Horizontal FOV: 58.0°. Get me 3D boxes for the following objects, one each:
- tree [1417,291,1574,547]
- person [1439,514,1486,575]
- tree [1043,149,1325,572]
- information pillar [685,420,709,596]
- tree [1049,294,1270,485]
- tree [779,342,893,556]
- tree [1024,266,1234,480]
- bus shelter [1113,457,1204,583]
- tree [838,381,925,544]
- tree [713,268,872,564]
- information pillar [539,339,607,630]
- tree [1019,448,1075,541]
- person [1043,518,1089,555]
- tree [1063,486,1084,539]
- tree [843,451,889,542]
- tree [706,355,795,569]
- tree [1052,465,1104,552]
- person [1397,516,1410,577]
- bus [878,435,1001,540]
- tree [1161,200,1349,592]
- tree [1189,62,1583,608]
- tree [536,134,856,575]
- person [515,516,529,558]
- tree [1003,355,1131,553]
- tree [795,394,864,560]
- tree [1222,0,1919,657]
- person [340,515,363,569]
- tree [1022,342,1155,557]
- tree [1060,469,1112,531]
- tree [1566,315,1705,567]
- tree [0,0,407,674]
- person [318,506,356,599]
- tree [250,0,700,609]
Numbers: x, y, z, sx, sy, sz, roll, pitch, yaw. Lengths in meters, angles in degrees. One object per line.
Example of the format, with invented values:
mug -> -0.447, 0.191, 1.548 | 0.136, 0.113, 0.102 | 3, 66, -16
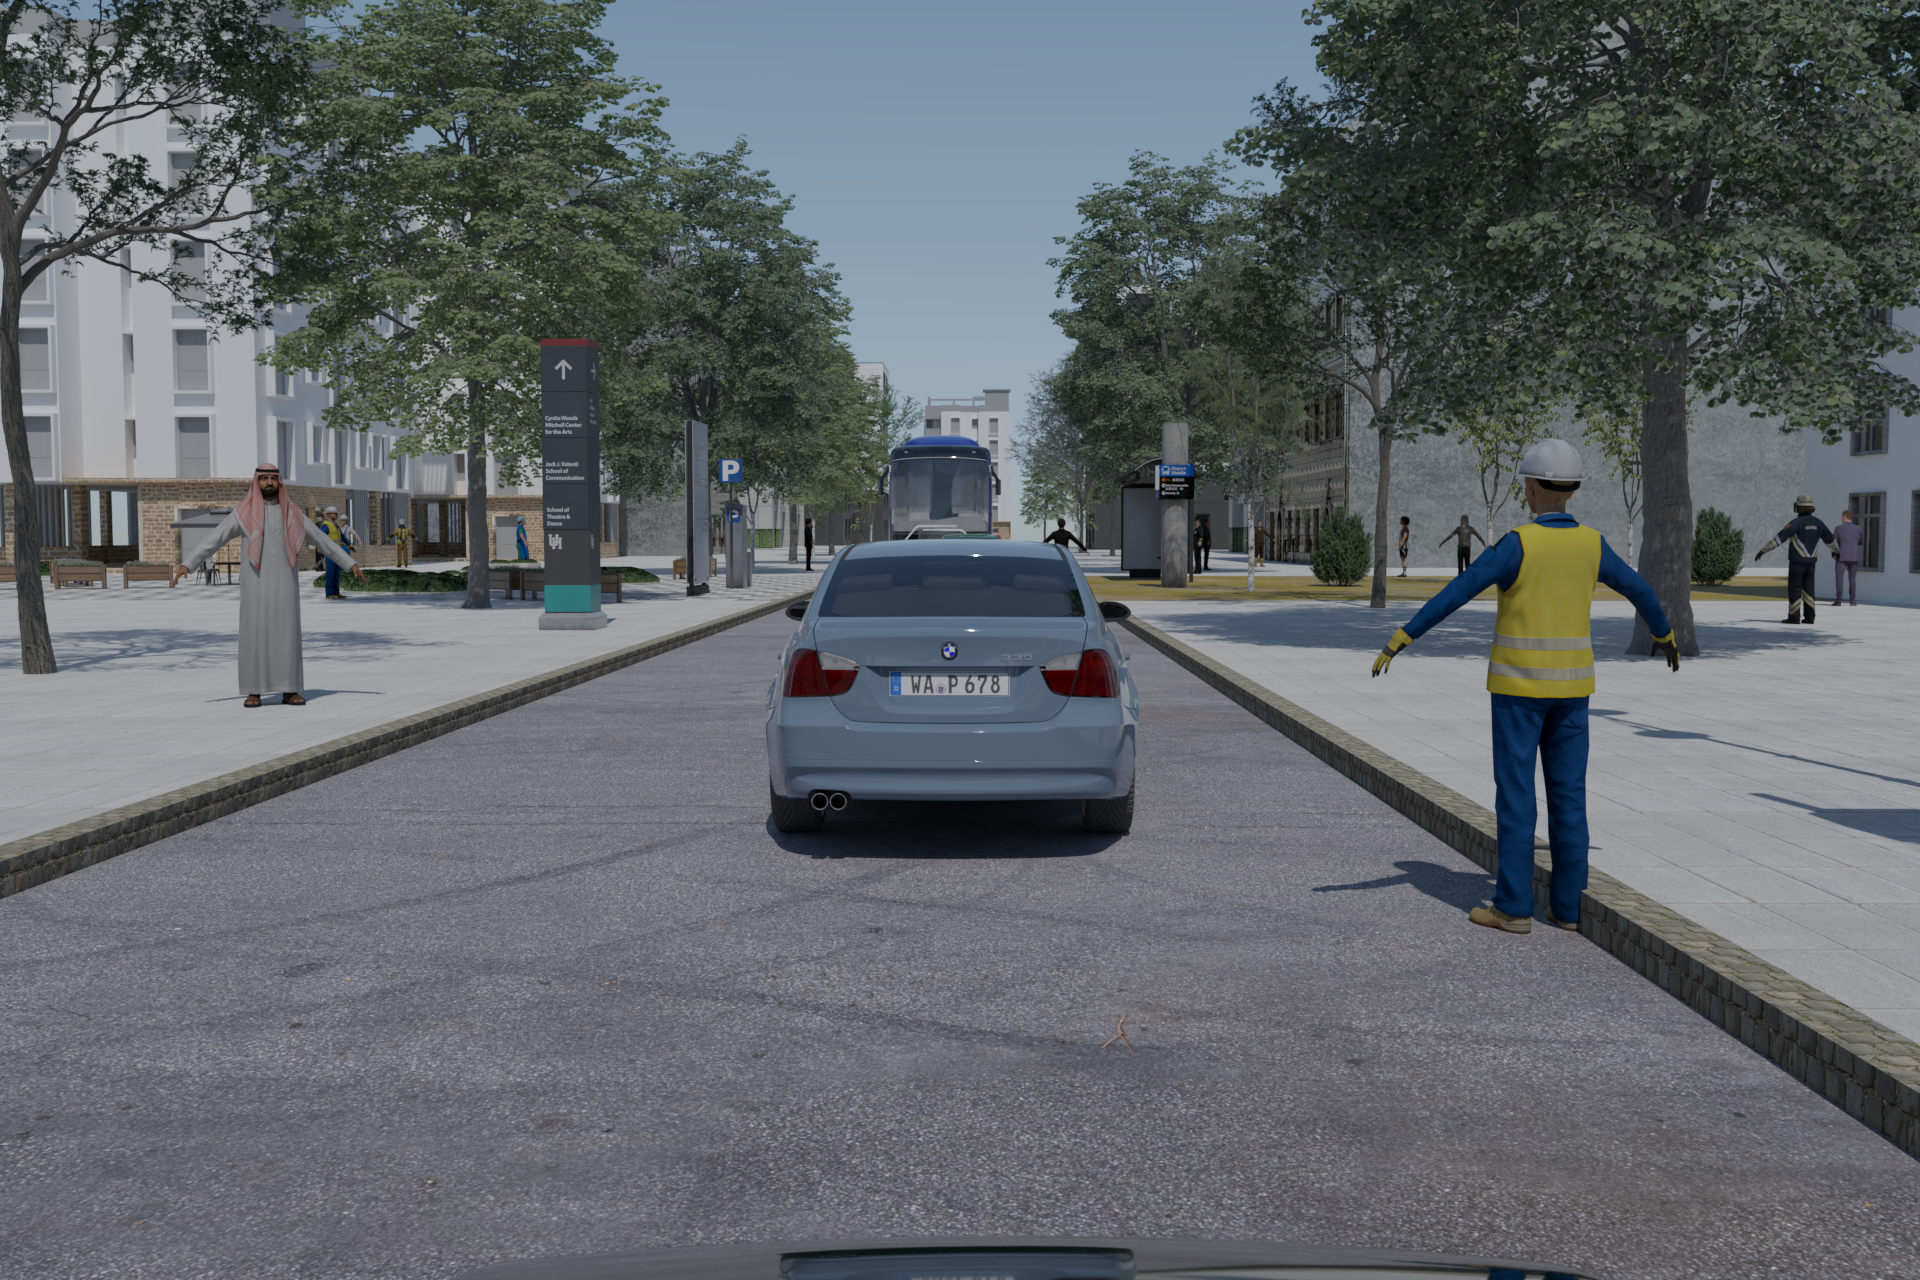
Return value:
tree -> 13.444, -5.700, 43.556 | 4.737, 8.622, 4.395 | 0, 3, 0
person -> 13.524, -2.470, 46.510 | 1.348, 1.813, 0.705 | -1, 4, -10
tree -> 7.268, -9.159, 56.409 | 9.857, 13.997, 8.962 | 0, 3, 0
information pillar -> -5.542, -2.766, 36.536 | 0.184, 3.620, 1.656 | 0, 4, 2
tree -> 7.838, -8.098, 66.810 | 8.767, 10.594, 7.601 | 0, 4, -4
tree -> -7.494, -11.234, 101.803 | 7.486, 12.596, 7.792 | 0, 3, 0
tree -> 8.133, -10.326, 79.193 | 12.009, 13.543, 11.850 | 0, 3, 0
bus shelter -> 5.454, -3.320, 48.206 | 2.014, 3.302, 5.546 | 0, 4, 1
tree -> -6.432, -11.584, 115.151 | 9.928, 11.665, 9.643 | 0, 3, 0
tree -> -7.381, -9.524, 73.846 | 7.486, 12.596, 7.792 | 0, 3, 0
information pillar -> -5.232, -2.077, 23.331 | 0.750, 3.857, 0.750 | 0, 4, 1
tree -> 11.375, -18.683, 223.593 | 7.486, 12.596, 7.792 | 0, 3, 0
person -> 2.442, -2.024, 41.739 | 1.347, 1.806, 0.705 | 0, 4, 2
tree -> 15.360, -17.143, 230.651 | 4.737, 8.622, 4.395 | 0, 3, 0
tree -> -6.967, -11.174, 133.051 | 4.737, 8.622, 4.395 | 0, 3, 0
tree -> -7.759, -6.947, 63.943 | 4.737, 8.622, 4.395 | 0, 3, 0
tree -> 8.343, -10.656, 124.592 | 4.360, 8.622, 3.978 | 0, 3, 0
person -> 13.224, -2.787, 51.713 | 0.704, 1.843, 1.345 | 1, 4, 14
bus -> -0.419, -3.376, 46.750 | 2.896, 3.916, 12.251 | 0, 4, 1
tree -> 6.549, -5.400, 38.655 | 4.360, 8.622, 3.978 | 0, 3, 0
tree -> 7.590, -5.835, 29.821 | 7.601, 10.594, 8.767 | -1, 4, -17
tree -> -8.180, -9.034, 54.357 | 9.857, 13.997, 8.962 | 0, 3, 0
person -> -12.972, -2.767, 51.369 | 0.704, 1.817, 1.347 | -1, 4, -19
tree -> 8.098, -12.498, 114.719 | 12.009, 13.543, 11.850 | 0, 3, 0
tree -> -6.964, -8.226, 84.851 | 4.737, 8.622, 4.395 | 0, 3, 0
tree -> 7.428, -6.807, 17.945 | 9.857, 13.997, 8.962 | 0, 3, 0
person -> -18.078, -2.751, 50.829 | 1.347, 1.847, 0.705 | 1, 4, 16
tree -> 8.717, -11.531, 98.894 | 12.009, 13.543, 11.850 | 0, 3, 0
tree -> 9.353, -11.079, 131.506 | 4.737, 8.622, 4.395 | 0, 3, 0
tree -> 19.619, -6.124, 50.490 | 4.737, 8.622, 4.395 | 0, 3, 0
tree -> -8.777, -4.957, 15.464 | 7.601, 10.594, 8.767 | -2, 4, -33
person -> -12.447, -1.741, 34.436 | 0.705, 1.833, 1.349 | 1, 4, 9
tree -> -8.453, -6.848, 30.093 | 7.486, 12.596, 7.792 | 0, 3, 0
